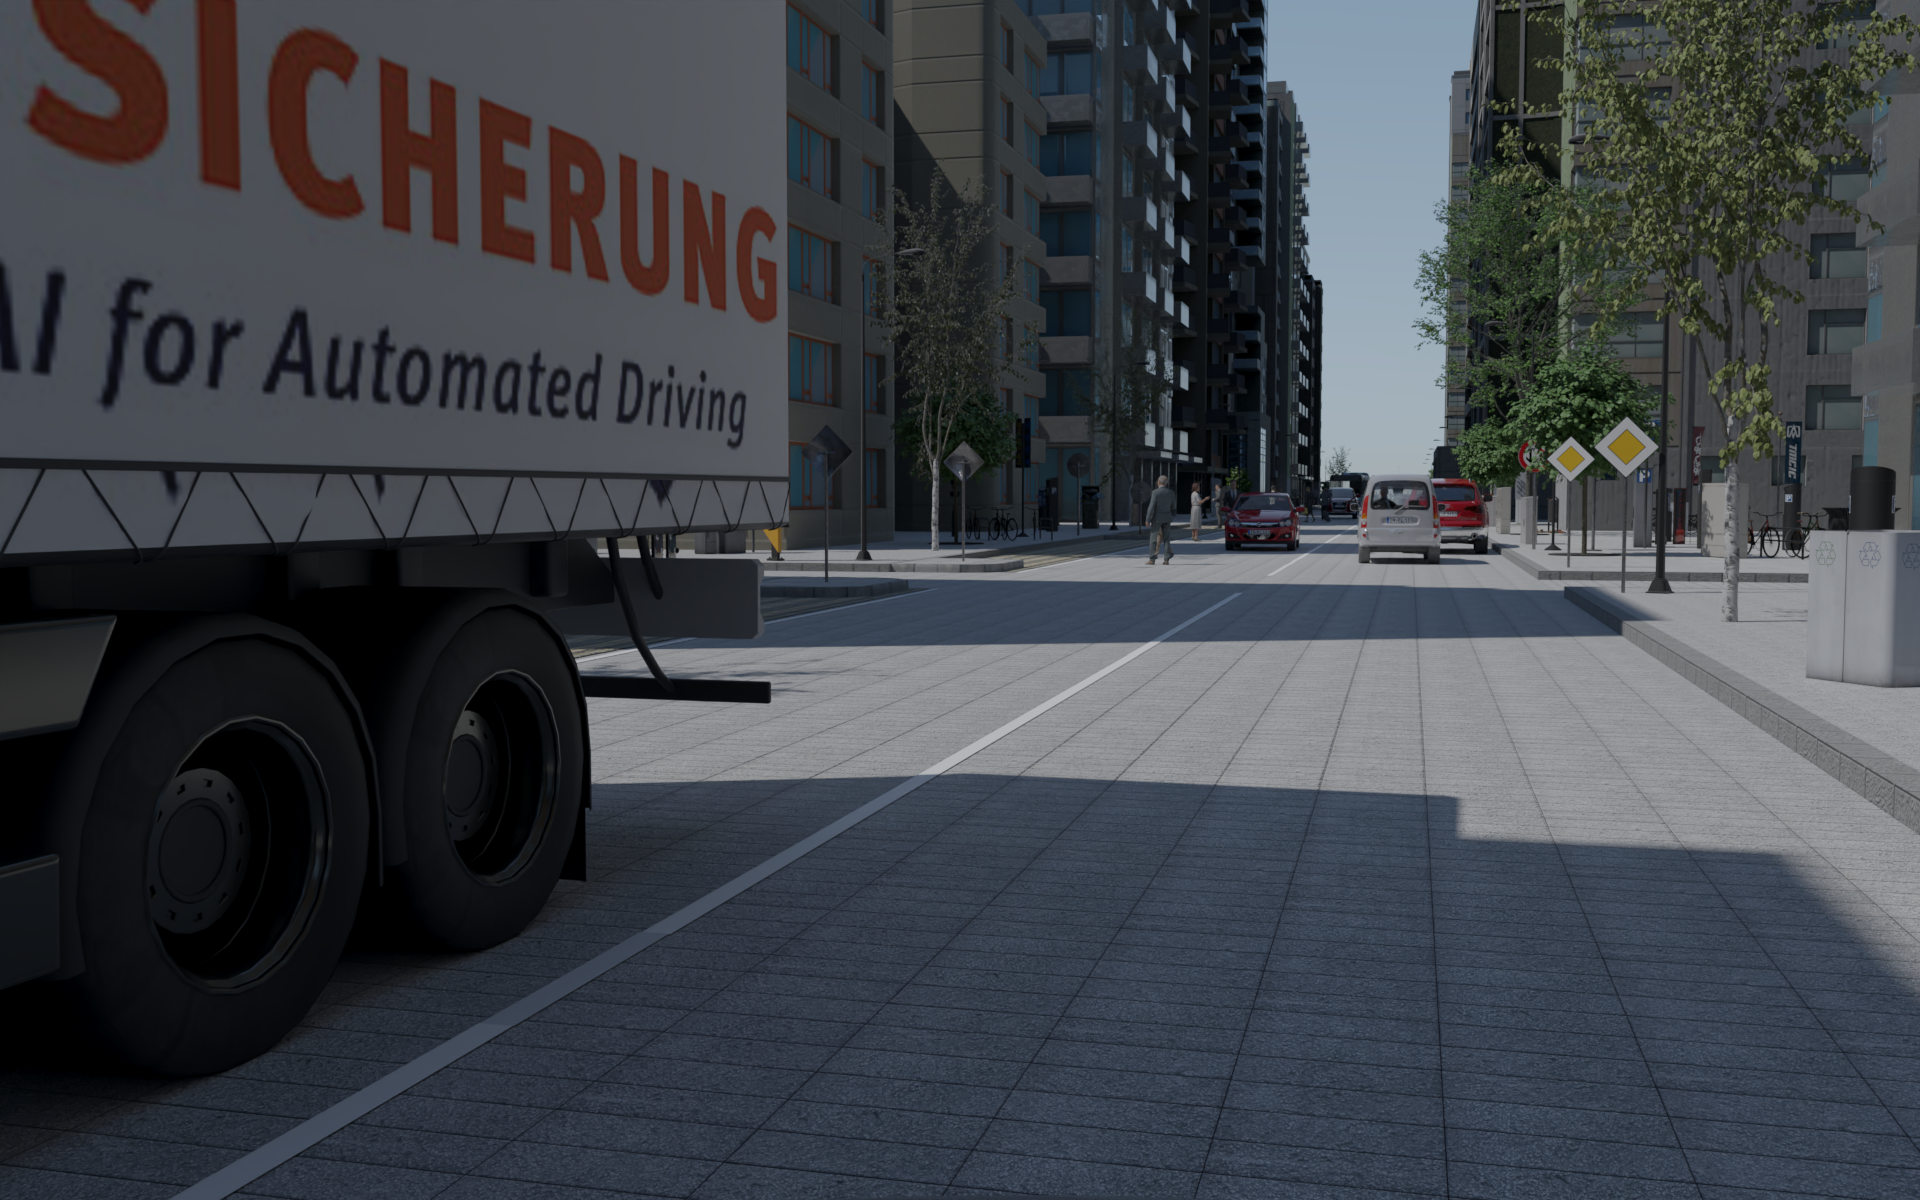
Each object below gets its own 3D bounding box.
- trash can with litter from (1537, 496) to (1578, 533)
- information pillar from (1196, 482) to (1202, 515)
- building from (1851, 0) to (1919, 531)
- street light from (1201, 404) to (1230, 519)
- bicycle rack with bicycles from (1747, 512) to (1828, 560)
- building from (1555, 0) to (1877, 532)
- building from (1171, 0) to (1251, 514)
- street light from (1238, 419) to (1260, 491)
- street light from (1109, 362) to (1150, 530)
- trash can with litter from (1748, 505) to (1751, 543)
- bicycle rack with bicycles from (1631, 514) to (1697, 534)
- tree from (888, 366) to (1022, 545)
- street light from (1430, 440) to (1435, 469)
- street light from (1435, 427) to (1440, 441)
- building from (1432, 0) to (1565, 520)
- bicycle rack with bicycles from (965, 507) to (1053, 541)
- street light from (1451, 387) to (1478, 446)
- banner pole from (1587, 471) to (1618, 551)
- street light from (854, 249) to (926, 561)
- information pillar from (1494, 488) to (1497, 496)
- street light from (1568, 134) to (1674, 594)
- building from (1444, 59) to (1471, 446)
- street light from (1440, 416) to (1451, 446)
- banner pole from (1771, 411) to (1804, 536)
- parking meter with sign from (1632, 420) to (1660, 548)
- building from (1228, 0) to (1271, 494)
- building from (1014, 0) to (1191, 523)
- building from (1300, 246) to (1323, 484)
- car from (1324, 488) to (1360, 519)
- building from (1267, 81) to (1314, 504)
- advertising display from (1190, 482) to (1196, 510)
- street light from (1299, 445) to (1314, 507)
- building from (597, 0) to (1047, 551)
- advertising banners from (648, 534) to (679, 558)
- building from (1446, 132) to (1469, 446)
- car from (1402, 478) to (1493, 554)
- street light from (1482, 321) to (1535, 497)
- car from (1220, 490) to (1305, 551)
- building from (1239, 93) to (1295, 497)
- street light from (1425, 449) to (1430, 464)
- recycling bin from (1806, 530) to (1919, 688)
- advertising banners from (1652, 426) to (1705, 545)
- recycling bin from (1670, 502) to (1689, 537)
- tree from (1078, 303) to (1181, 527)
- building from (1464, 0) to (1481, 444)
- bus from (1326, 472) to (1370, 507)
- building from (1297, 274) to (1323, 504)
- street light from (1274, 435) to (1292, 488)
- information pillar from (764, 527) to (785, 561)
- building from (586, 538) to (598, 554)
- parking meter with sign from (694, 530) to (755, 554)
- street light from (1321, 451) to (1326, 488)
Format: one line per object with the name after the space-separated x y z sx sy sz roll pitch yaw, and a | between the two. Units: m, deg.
19.497 -2.828 57.298 1.678 1.210 2.233 -1 4 -15 | trash can with litter
14.390 -6.120 104.558 0.304 2.012 0.304 3 5 40 | information pillar
35.661 -25.432 35.422 30.456 49.044 23.786 1 4 15 | building
13.240 -7.160 89.607 1.470 5.913 1.316 1 4 15 | street light
17.207 -1.293 34.524 2.852 0.926 2.925 0 4 1 | bicycle rack with bicycles
29.653 -23.269 64.040 14.154 41.232 14.086 1 4 15 | building
8.681 -28.652 123.090 22.147 44.769 28.867 1 4 15 | building
17.842 -8.236 107.192 1.470 5.913 1.316 1 4 15 | street light
5.967 -5.410 60.987 1.470 5.913 1.316 1 4 15 | street light
20.731 -2.105 45.811 0.624 1.170 1.055 0 4 2 | trash can with litter
22.733 -2.527 54.696 2.925 0.926 2.852 0 4 6 | bicycle rack with bicycles
-0.135 -3.714 44.435 4.285 4.588 4.351 0 3 0 | tree
40.939 -10.687 147.276 1.470 5.913 1.316 1 4 15 | street light
33.684 -8.979 119.344 1.470 5.913 1.316 1 4 15 | street light
35.243 -39.729 87.816 20.563 71.187 20.611 1 4 15 | building
1.438 -2.144 48.444 2.852 0.926 2.925 0 4 -7 | bicycle rack with bicycles
22.081 -6.258 74.863 1.470 5.913 1.316 1 4 15 | street light
14.481 -2.995 38.992 0.863 3.779 0.401 -1 4 -19 | banner pole
-1.328 -3.702 33.065 1.470 5.913 1.316 1 4 15 | street light
22.967 -5.084 74.474 0.183 3.616 0.504 3 5 40 | information pillar
8.536 -3.048 22.380 1.470 5.913 1.316 1 4 15 | street light
78.249 -42.675 239.729 21.231 58.520 28.212 1 4 15 | building
29.433 -7.971 102.865 1.470 5.913 1.316 1 4 15 | street light
25.061 -3.821 52.488 0.863 3.779 0.401 1 4 9 | banner pole
16.433 -2.772 41.578 0.543 3.016 1.738 1 4 19 | parking meter with sign
16.502 -51.253 150.658 22.319 86.520 31.000 1 4 15 | building
-0.058 -28.802 90.520 23.786 49.044 30.456 1 4 15 | building
36.447 -33.924 246.544 32.217 40.220 23.993 1 4 15 | building
22.133 -5.640 100.889 2.281 1.827 5.304 1 4 13 | car
29.630 -35.829 205.420 23.786 49.044 30.456 1 4 15 | building
12.273 -5.264 91.288 0.123 1.923 0.974 0 4 -2 | advertising display
32.547 -11.654 163.089 1.470 5.913 1.316 1 4 15 | street light
-13.698 -12.905 56.040 27.650 21.520 28.899 1 4 15 | building
-4.044 -1.648 23.129 0.090 3.025 2.074 0 4 4 | advertising banners
62.803 -31.404 197.046 14.154 41.232 14.086 1 4 15 | building
12.077 -2.106 43.112 2.281 1.827 5.304 1 4 16 | car
14.808 -4.529 46.587 1.470 5.913 1.316 1 4 15 | street light
7.913 -2.209 45.149 2.155 1.783 4.494 1 4 13 | car
25.685 -29.954 173.345 14.154 41.232 14.086 1 4 15 | building
48.358 -12.451 176.119 1.470 5.913 1.316 1 4 15 | street light
6.345 0.043 11.859 0.722 1.027 0.722 -1 4 -19 | recycling bin
18.400 -2.942 44.288 2.074 3.025 0.090 -2 4 -33 | advertising banners
21.473 -2.420 52.114 0.722 1.027 0.722 2 4 32 | recycling bin
6.388 -7.116 66.704 4.360 8.622 3.978 0 3 0 | tree
58.433 -32.833 160.528 21.300 48.544 21.600 1 4 15 | building
32.081 -9.020 142.334 2.948 3.499 13.247 1 4 16 | bus
39.808 -27.806 226.328 14.160 30.474 14.107 1 4 15 | building
25.142 -9.948 135.196 1.470 5.913 1.316 1 4 15 | street light
-3.595 -2.561 33.220 0.183 3.616 0.504 -3 5 -42 | information pillar
-14.714 -10.210 21.688 16.860 20.320 10.420 1 4 15 | building
-5.027 -2.520 37.460 0.543 3.016 1.738 2 4 34 | parking meter with sign
38.920 -13.195 188.277 1.470 5.913 1.316 1 4 15 | street light
